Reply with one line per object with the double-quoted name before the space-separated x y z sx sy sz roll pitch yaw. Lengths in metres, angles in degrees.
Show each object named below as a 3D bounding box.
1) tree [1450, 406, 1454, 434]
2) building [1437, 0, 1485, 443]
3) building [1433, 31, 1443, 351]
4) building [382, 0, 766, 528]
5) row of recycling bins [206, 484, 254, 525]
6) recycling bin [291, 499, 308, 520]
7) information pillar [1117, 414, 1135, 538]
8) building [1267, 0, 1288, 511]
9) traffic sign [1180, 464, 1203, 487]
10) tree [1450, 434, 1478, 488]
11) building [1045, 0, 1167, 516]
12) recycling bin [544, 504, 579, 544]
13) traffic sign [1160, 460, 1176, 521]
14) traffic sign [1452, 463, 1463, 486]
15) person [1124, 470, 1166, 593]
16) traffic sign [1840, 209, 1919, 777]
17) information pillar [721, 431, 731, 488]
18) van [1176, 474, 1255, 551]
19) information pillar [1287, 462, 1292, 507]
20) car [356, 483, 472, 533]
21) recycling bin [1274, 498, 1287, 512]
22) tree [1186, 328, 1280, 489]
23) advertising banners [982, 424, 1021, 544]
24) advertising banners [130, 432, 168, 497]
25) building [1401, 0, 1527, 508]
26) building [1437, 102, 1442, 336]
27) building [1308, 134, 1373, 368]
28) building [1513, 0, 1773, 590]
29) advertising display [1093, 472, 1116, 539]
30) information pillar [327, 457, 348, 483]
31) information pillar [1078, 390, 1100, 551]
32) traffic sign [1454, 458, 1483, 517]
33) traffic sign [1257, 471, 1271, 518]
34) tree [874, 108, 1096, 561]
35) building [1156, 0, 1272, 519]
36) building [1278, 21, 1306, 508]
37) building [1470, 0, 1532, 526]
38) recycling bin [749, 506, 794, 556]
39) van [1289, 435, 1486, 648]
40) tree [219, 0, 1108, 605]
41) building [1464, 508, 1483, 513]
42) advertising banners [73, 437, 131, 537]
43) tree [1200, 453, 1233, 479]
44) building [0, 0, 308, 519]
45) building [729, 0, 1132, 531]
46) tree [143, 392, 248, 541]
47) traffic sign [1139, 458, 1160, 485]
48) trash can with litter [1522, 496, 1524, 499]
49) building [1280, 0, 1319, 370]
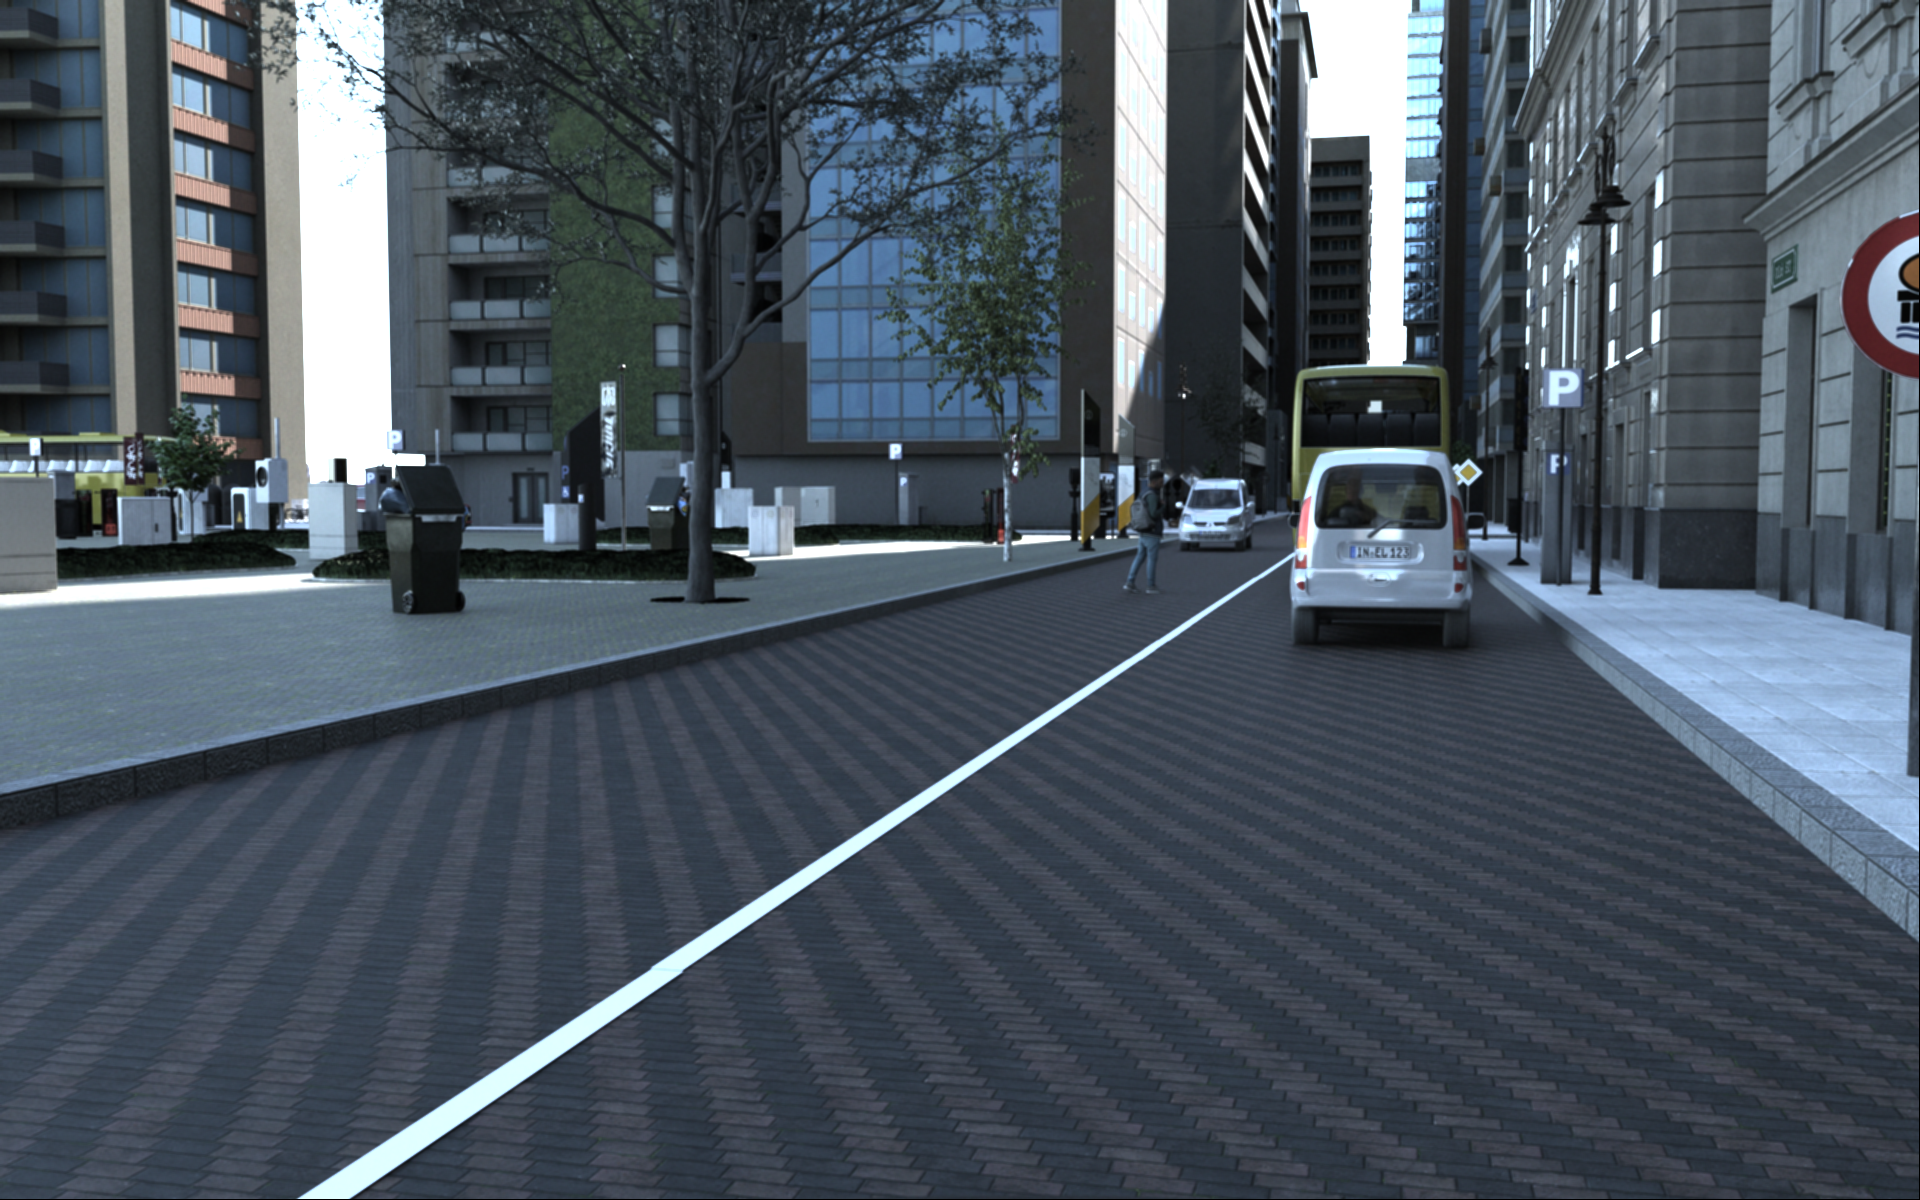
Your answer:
"tree" 33.110 -10.630 124.163 4.737 8.622 4.395 0 3 0
"building" 44.632 -29.630 134.555 14.600 45.320 14.200 1 4 14
"building" 53.949 -30.583 154.651 22.147 44.769 28.867 1 4 14
"building" -15.257 -23.701 71.106 14.086 41.232 14.154 1 4 14
"row of recycling bins" -30.302 -3.926 71.300 3.534 1.692 1.069 0 4 4
"recycling bin" -32.881 -4.523 86.498 0.722 1.027 0.722 1 4 16
"information pillar" 4.841 -3.617 50.489 0.504 3.616 0.183 1 4 21
"building" 17.255 -51.062 147.535 22.319 86.520 31.000 1 4 14
"traffic sign" 7.806 -3.350 58.407 0.795 2.450 0.064 1 4 14
"tree" 26.162 -6.667 92.716 4.285 4.588 4.351 0 3 0
"building" 14.913 -29.043 124.971 14.600 45.320 14.200 1 4 14
"recycling bin" -10.250 -1.960 44.593 0.722 1.027 0.722 -3 4 -36
"traffic sign" 5.905 -2.875 50.650 0.795 2.450 0.064 1 4 14
"traffic sign" 16.149 -3.224 56.349 0.795 2.450 0.064 1 4 14
"person" 2.746 -0.993 25.086 0.721 1.781 0.623 -2 4 -28
"traffic sign" 4.356 -0.471 7.806 0.768 2.556 0.104 1 4 18
"information pillar" -8.630 -4.440 63.941 0.504 3.616 0.183 3 5 44
"van" 6.658 -2.315 44.855 2.013 2.044 4.112 1 4 13
"information pillar" 23.388 -8.027 122.603 0.183 3.616 0.504 -3 4 -38
"car" -19.365 -3.120 59.687 5.304 1.827 2.281 1 4 15
"recycling bin" 23.394 -6.956 126.290 0.722 1.027 0.722 2 4 35
"tree" 11.752 -7.710 76.415 4.360 8.622 3.978 0 3 0
"advertising banners" 1.056 -2.937 44.213 0.090 3.025 2.074 -2 4 -26
"advertising banners" -23.394 -3.303 50.186 0.090 3.025 2.074 0 4 -1
"building" 67.880 -55.351 217.655 31.000 86.520 22.319 1 4 14
"building" 62.083 -34.459 183.014 23.786 49.044 30.456 1 4 14
"building" 42.321 -36.777 225.002 21.600 48.544 21.300 1 4 14
"building" 17.812 -14.420 33.032 12.463 27.353 25.104 1 4 14
"advertising display" 4.024 -2.729 49.831 0.974 1.923 0.123 -2 4 -24
"information pillar" -12.412 -1.841 34.584 0.304 2.012 0.304 3 5 44
"information pillar" 2.932 -2.916 39.025 0.504 3.616 0.183 -2 4 -33
"traffic sign" 14.249 -2.749 48.592 0.795 2.450 0.064 1 4 14
"traffic sign" 16.608 -5.789 94.755 0.768 2.556 0.104 1 4 21
"tree" 0.746 -5.036 32.699 4.737 8.622 4.395 0 3 0
"building" 6.534 -29.150 100.304 21.300 48.544 21.600 1 4 14
"building" 26.325 -31.785 169.802 14.600 45.320 14.200 1 4 14
"building" 33.928 -23.164 70.610 23.993 40.220 32.217 1 4 14
"recycling bin" -3.925 -1.436 36.038 0.722 1.027 0.722 1 4 22
"van" 4.331 -0.652 17.677 2.013 2.044 4.112 1 4 15
"tree" -2.953 -6.722 20.276 12.009 13.543 11.850 0 3 0
"building" 44.263 -48.711 109.088 22.319 86.520 31.000 1 4 14
"advertising banners" -25.795 -3.440 52.427 0.090 3.025 2.074 3 4 38
"tree" 11.814 -5.282 80.969 1.663 3.219 1.824 0 3 0
"building" -48.517 -26.302 84.665 28.867 44.769 22.147 1 4 14
"building" 0.258 -25.494 66.936 14.600 45.320 14.200 1 4 14
"tree" -14.772 -2.351 33.047 1.663 3.219 1.824 0 3 0
"traffic sign" 5.376 -2.884 49.288 0.606 2.300 0.079 1 4 20
"trash can with litter" 29.944 -4.921 91.518 2.233 1.210 1.678 -1 4 -21
"building" 25.142 -36.923 192.922 27.495 52.752 28.713 1 4 14
